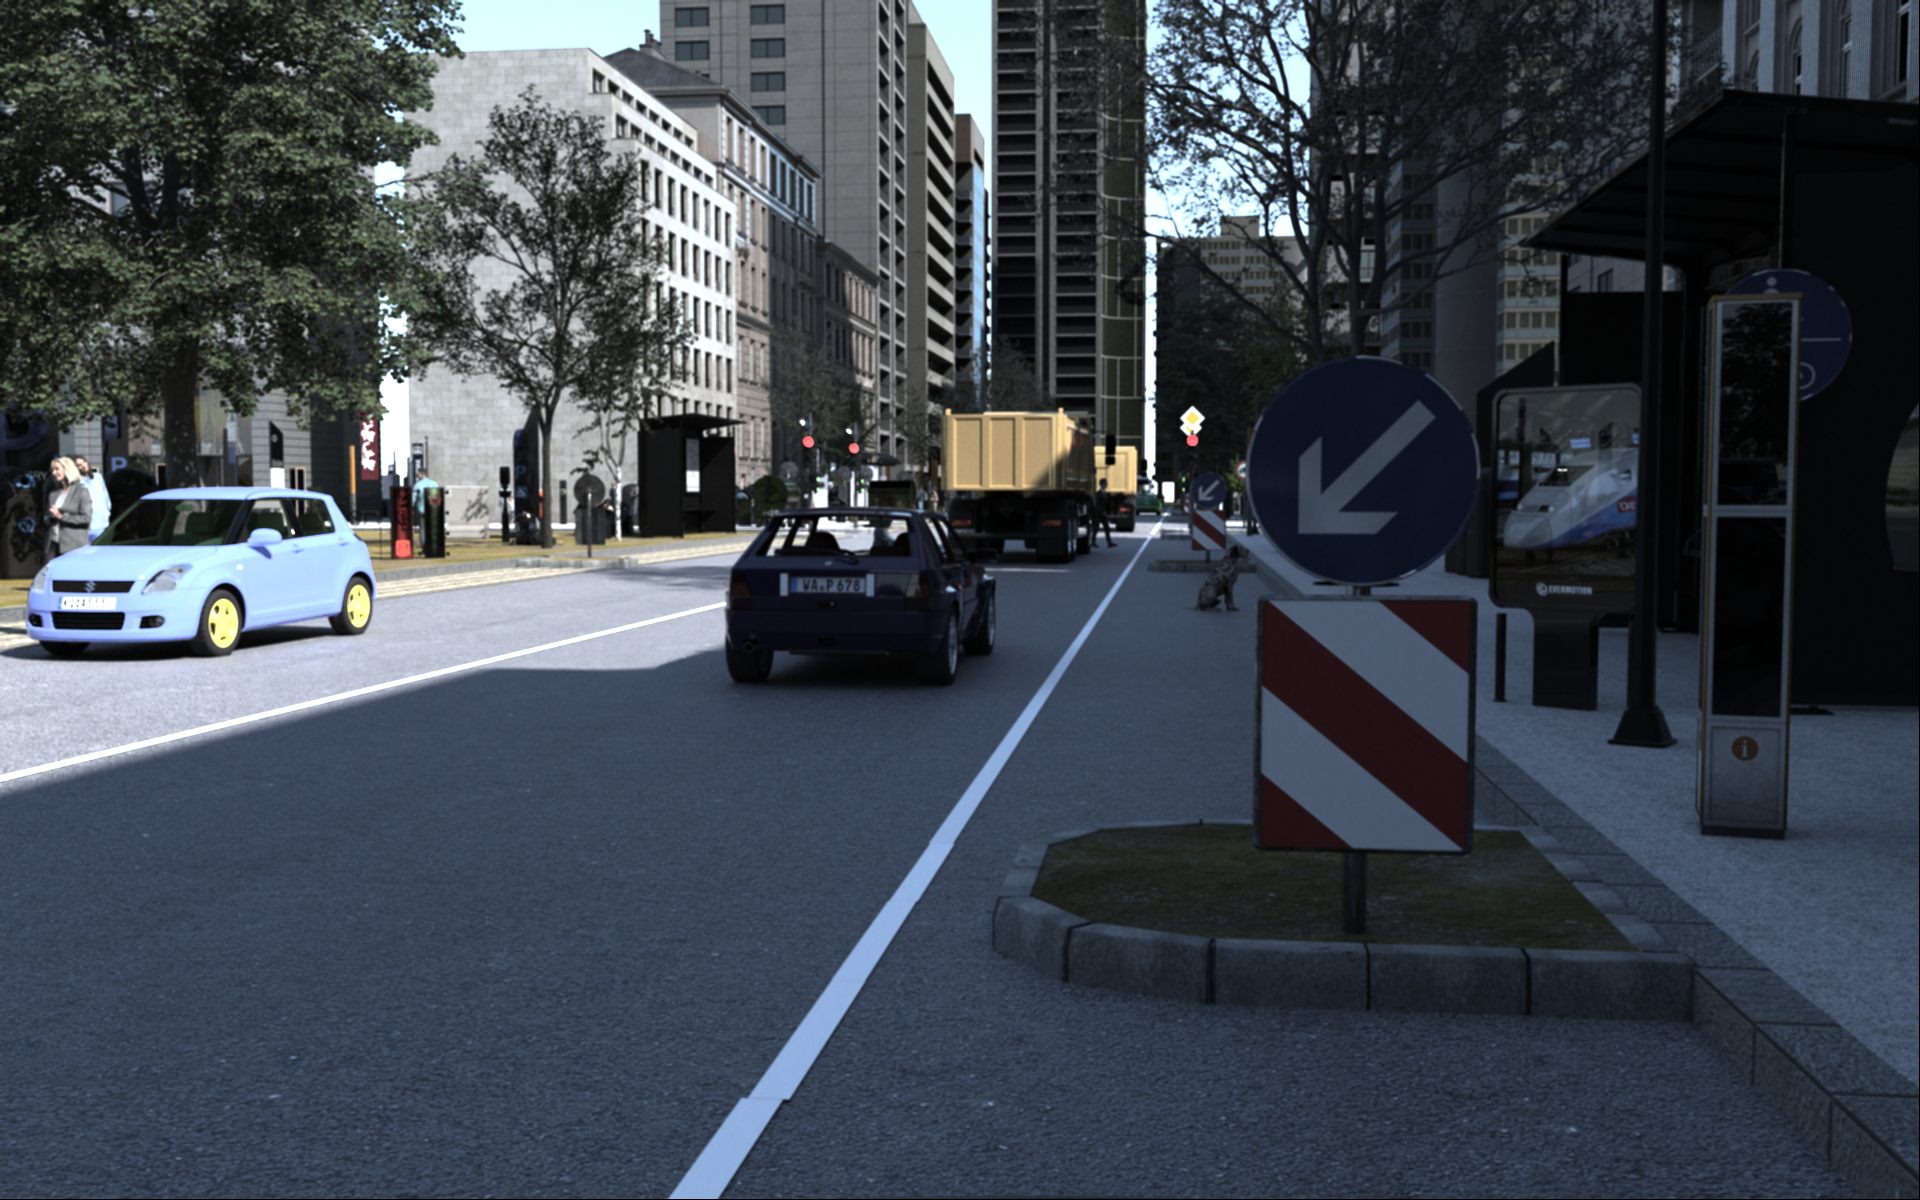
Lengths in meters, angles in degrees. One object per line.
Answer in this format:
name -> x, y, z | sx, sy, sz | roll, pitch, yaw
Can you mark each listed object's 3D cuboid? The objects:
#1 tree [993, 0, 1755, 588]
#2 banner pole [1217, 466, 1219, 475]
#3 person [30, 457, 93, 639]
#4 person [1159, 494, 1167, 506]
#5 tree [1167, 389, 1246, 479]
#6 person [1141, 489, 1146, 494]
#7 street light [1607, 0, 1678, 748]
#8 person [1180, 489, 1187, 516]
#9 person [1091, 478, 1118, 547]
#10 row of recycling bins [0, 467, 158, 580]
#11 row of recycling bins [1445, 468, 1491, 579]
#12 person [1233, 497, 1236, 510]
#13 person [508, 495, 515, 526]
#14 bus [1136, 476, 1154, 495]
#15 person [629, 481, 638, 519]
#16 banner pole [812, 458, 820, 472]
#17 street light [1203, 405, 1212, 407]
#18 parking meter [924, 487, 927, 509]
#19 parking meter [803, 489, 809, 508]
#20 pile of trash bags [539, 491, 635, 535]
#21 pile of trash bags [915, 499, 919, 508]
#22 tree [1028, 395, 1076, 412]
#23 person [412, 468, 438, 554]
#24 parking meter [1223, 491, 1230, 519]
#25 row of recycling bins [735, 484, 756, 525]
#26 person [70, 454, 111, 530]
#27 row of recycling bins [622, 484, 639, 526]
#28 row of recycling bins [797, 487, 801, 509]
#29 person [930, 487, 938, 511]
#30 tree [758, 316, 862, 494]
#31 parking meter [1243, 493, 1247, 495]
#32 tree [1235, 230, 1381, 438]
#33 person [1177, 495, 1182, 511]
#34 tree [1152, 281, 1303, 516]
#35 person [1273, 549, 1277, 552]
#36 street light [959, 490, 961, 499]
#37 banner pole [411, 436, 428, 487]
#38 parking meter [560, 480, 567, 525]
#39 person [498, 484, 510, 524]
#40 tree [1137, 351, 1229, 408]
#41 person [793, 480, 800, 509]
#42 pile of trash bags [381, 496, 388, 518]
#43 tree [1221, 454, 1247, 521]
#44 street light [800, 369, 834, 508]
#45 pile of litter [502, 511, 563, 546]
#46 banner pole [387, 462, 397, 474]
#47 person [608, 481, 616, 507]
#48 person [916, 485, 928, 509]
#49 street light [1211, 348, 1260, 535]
tree -> 5.398, -6.940, 23.838 | 12.009, 13.543, 11.850 | 0, 3, 0
banner pole -> 18.057, -8.020, 121.152 | 0.401, 3.779, 0.863 | 0, 4, 4
person -> -8.833, -0.515, 17.107 | 0.537, 1.800, 0.526 | 1, 4, 22
person -> 23.735, -11.657, 202.350 | 1.065, 1.426, 0.557 | -1, 4, -21
tree -> 25.589, -15.674, 173.273 | 9.611, 12.733, 9.660 | 0, 3, 0
person -> 15.328, -8.348, 144.969 | 1.348, 1.826, 0.705 | 1, 4, 23
street light -> 2.977, -2.218, 8.810 | 1.470, 5.913, 1.316 | 0, 4, 7
person -> 14.367, -6.224, 110.540 | 0.520, 1.790, 0.573 | -2, 4, -29
person -> 3.857, -2.336, 46.473 | 0.755, 1.850, 0.659 | 2, 4, 33
row of recycling bins -> -14.041, -1.186, 26.503 | 1.069, 1.692, 3.534 | 2, 4, 34
row of recycling bins -> 8.314, -1.213, 26.945 | 1.069, 1.692, 3.534 | 0, 4, 2
person -> 21.581, -7.992, 136.618 | 0.836, 1.842, 0.656 | 1, 4, 15
person -> -17.902, -3.579, 69.249 | 0.332, 1.250, 0.352 | 2, 4, 28
bus -> 19.006, -11.537, 183.494 | 2.948, 3.499, 13.247 | 0, 4, 7
person -> -12.219, -3.651, 65.704 | 0.822, 1.834, 0.622 | 3, 5, 42
banner pole -> -9.070, -7.142, 106.792 | 0.863, 3.779, 0.401 | -1, 4, -19
street light -> 13.357, -7.210, 90.418 | 1.470, 5.913, 1.316 | 0, 4, 7
parking meter -> -2.261, -6.114, 105.673 | 0.399, 1.863, 0.255 | 1, 4, 20
parking meter -> -6.512, -3.992, 73.676 | 0.372, 1.533, 0.369 | 0, 3, 0
pile of trash bags -> -11.973, -2.769, 55.023 | 3.447, 1.369, 1.912 | 0, 4, 4
pile of trash bags -> -3.236, -6.306, 112.851 | 1.912, 1.369, 3.447 | 0, 4, 4
tree -> 8.393, -15.523, 179.550 | 9.928, 11.665, 9.643 | 0, 3, 0
person -> -11.302, -1.876, 36.570 | 0.638, 1.841, 0.748 | -1, 4, -15
parking meter -> 13.738, -4.942, 89.215 | 0.372, 1.533, 0.369 | 0, 3, 0
row of recycling bins -> -10.064, -4.032, 73.030 | 3.534, 1.692, 1.069 | 0, 4, 0
person -> -11.277, -0.986, 22.428 | 0.793, 1.790, 0.793 | 0, 4, -7
row of recycling bins -> -12.991, -3.911, 71.061 | 1.069, 1.692, 3.534 | 1, 4, 11
row of recycling bins -> -9.207, -5.156, 91.413 | 1.069, 1.692, 3.534 | 1, 4, 18
person -> -1.319, -4.596, 83.984 | 0.374, 1.781, 0.599 | -2, 4, -25
tree -> -6.133, -7.368, 70.830 | 4.360, 8.622, 3.978 | 0, 3, 0
parking meter -> 21.504, -7.489, 130.854 | 0.372, 1.533, 0.369 | 0, 3, 0
tree -> 9.320, -5.931, 47.340 | 4.737, 8.622, 4.395 | 0, 3, 0
person -> 19.297, -8.600, 149.828 | 1.217, 1.735, 0.721 | 0, 4, -1
tree -> 15.836, -11.947, 101.991 | 9.857, 13.997, 8.962 | 0, 3, 0
person -> 7.109, -1.974, 38.293 | 0.580, 1.828, 0.573 | -2, 4, -34
street light -> 0.517, -8.451, 110.715 | 1.470, 5.913, 1.316 | 0, 4, 7
banner pole -> -23.369, -5.212, 75.234 | 0.863, 3.779, 0.401 | 0, 3, 0
parking meter -> -16.745, -4.121, 73.097 | 0.255, 1.863, 0.399 | -1, 4, -16
person -> -19.382, -4.130, 73.674 | 0.391, 1.810, 0.635 | 1, 4, 19
tree -> 28.733, -21.893, 213.842 | 12.611, 20.169, 13.585 | 0, 3, 0
person -> -7.408, -4.361, 76.709 | 0.648, 1.900, 0.474 | 1, 4, 22
pile of trash bags -> -31.529, -5.279, 96.059 | 1.912, 1.369, 3.447 | -1, 4, -18
tree -> 13.250, -5.354, 82.145 | 1.663, 3.219, 1.824 | 0, 3, 0
street light -> -5.393, -5.640, 64.752 | 1.470, 5.913, 1.316 | 0, 4, 7
pile of litter -> -10.734, -1.808, 43.520 | 1.719, 0.858, 1.176 | 3, 5, 41
banner pole -> -43.878, -8.810, 134.052 | 0.863, 3.779, 0.401 | -1, 4, -13
person -> -13.223, -3.642, 66.004 | 0.576, 1.772, 0.534 | 2, 4, 35
person -> -2.107, -5.326, 93.476 | 0.721, 1.781, 0.623 | 2, 4, 29
street light -> 8.844, -5.044, 55.017 | 1.470, 5.913, 1.316 | 0, 4, 7
